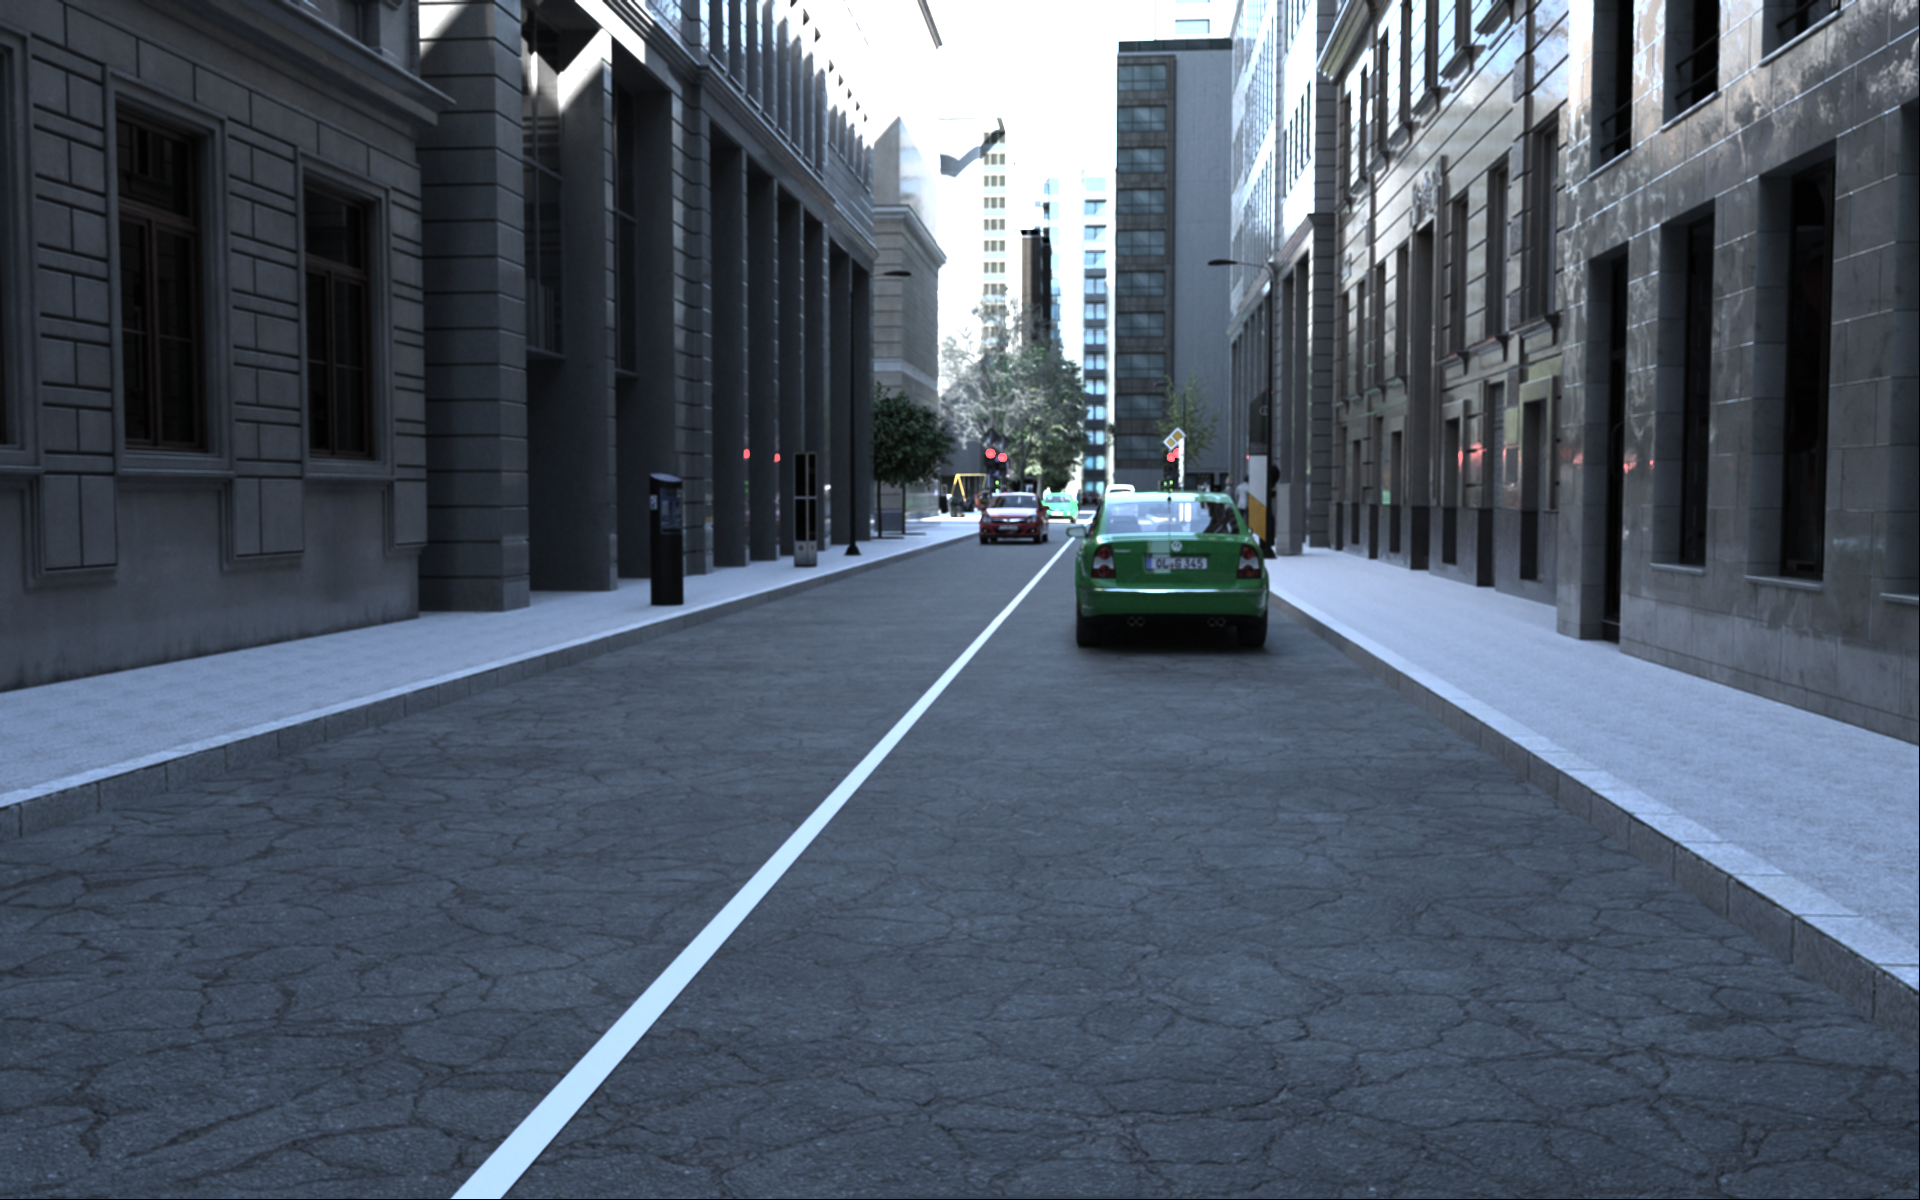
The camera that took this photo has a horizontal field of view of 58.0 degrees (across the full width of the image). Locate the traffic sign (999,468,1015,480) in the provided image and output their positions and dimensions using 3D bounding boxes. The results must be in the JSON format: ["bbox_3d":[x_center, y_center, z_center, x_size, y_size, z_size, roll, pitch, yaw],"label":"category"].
[{"bbox_3d":[2.311,-5.224,85.517,0.768,2.556,0.104,1,4,13],"label":"traffic sign"}]

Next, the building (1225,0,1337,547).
[{"bbox_3d":[15.049,-16.965,54.871,11.434,29.767,29.804,0,4,5],"label":"building"}]

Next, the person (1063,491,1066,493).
[{"bbox_3d":[12.995,-12.881,217.372,0.721,1.743,1.217,3,5,41],"label":"person"}]

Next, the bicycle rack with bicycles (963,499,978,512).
[{"bbox_3d":[-0.137,-6.858,125.512,2.925,0.926,2.852,0,4,0],"label":"bicycle rack with bicycles"}]

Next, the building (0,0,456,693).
[{"bbox_3d":[-11.377,-10.508,7.955,11.583,22.565,21.152,0,4,5],"label":"building"}]

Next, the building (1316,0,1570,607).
[{"bbox_3d":[13.163,-14.059,27.120,12.463,27.353,25.104,0,4,5],"label":"building"}]

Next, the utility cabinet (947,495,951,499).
[{"bbox_3d":[-0.914,-8.310,147.033,0.306,1.237,1.020,1,4,9],"label":"utility cabinet"}]

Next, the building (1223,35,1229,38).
[{"bbox_3d":[33.043,-27.482,141.209,32.217,40.220,23.993,0,4,5],"label":"building"}]

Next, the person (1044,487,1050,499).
[{"bbox_3d":[7.019,-8.150,139.153,0.638,1.841,0.748,0,4,-4],"label":"person"}]

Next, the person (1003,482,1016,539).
[{"bbox_3d":[1.598,-2.883,55.736,0.767,1.812,0.694,1,4,22],"label":"person"}]

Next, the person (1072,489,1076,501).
[{"bbox_3d":[9.018,-7.952,138.357,0.795,1.843,0.661,0,4,-1],"label":"person"}]

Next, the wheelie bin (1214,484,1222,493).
[{"bbox_3d":[7.903,-2.849,54.482,0.980,1.594,0.693,1,4,15],"label":"wheelie bin"}]

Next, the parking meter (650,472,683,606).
[{"bbox_3d":[-3.398,-0.712,20.053,0.372,1.533,0.369,0,3,0],"label":"parking meter"}]

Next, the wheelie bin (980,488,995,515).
[{"bbox_3d":[1.428,-4.898,87.987,0.980,1.594,0.693,1,4,20],"label":"wheelie bin"}]

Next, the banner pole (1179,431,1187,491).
[{"bbox_3d":[8.868,-4.829,68.971,0.401,3.779,0.863,-1,4,-15],"label":"banner pole"}]

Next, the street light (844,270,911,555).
[{"bbox_3d":[-1.712,-3.888,36.113,1.470,5.913,1.316,0,4,5],"label":"street light"}]

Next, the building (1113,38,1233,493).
[{"bbox_3d":[17.208,-20.916,113.672,14.160,30.474,14.107,0,4,5],"label":"building"}]

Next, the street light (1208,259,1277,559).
[{"bbox_3d":[5.596,-3.779,34.329,1.470,5.913,1.316,0,4,5],"label":"street light"}]

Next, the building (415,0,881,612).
[{"bbox_3d":[-9.032,-15.631,33.059,11.434,29.767,29.804,0,4,5],"label":"building"}]

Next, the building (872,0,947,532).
[{"bbox_3d":[-11.013,-17.084,65.234,20.117,28.700,13.634,0,4,5],"label":"building"}]

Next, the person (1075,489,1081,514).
[{"bbox_3d":[8.340,-6.935,122.232,0.601,1.785,0.444,-3,5,-40],"label":"person"}]

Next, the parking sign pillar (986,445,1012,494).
[{"bbox_3d":[2.022,-6.191,89.692,1.447,3.967,1.447,2,4,28],"label":"parking sign pillar"}]

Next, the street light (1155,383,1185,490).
[{"bbox_3d":[8.809,-6.100,72.284,1.470,5.913,1.316,0,4,5],"label":"street light"}]

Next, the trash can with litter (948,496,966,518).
[{"bbox_3d":[-0.122,-4.894,91.398,1.055,1.170,0.624,3,4,36],"label":"trash can with litter"}]

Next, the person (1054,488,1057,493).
[{"bbox_3d":[8.898,-9.491,161.165,0.705,1.831,1.348,0,4,5],"label":"person"}]

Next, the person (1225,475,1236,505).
[{"bbox_3d":[7.535,-2.586,48.506,0.728,1.800,0.709,0,4,7],"label":"person"}]

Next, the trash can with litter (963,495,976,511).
[{"bbox_3d":[0.226,-7.567,134.777,1.678,1.210,2.233,-1,4,-12],"label":"trash can with litter"}]

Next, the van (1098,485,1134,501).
[{"bbox_3d":[7.743,-4.721,84.198,2.013,2.044,4.112,0,4,4],"label":"van"}]

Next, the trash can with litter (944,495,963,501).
[{"bbox_3d":[-1.149,-7.373,131.613,1.678,1.210,2.233,-1,4,-22],"label":"trash can with litter"}]

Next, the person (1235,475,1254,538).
[{"bbox_3d":[8.214,-2.710,50.193,0.795,1.843,0.661,-3,5,-40],"label":"person"}]

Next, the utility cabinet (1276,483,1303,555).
[{"bbox_3d":[6.925,-1.698,36.449,0.318,1.500,1.173,2,4,24],"label":"utility cabinet"}]

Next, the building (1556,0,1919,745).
[{"bbox_3d":[9.951,-9.287,6.593,10.420,20.320,16.860,0,4,5],"label":"building"}]
